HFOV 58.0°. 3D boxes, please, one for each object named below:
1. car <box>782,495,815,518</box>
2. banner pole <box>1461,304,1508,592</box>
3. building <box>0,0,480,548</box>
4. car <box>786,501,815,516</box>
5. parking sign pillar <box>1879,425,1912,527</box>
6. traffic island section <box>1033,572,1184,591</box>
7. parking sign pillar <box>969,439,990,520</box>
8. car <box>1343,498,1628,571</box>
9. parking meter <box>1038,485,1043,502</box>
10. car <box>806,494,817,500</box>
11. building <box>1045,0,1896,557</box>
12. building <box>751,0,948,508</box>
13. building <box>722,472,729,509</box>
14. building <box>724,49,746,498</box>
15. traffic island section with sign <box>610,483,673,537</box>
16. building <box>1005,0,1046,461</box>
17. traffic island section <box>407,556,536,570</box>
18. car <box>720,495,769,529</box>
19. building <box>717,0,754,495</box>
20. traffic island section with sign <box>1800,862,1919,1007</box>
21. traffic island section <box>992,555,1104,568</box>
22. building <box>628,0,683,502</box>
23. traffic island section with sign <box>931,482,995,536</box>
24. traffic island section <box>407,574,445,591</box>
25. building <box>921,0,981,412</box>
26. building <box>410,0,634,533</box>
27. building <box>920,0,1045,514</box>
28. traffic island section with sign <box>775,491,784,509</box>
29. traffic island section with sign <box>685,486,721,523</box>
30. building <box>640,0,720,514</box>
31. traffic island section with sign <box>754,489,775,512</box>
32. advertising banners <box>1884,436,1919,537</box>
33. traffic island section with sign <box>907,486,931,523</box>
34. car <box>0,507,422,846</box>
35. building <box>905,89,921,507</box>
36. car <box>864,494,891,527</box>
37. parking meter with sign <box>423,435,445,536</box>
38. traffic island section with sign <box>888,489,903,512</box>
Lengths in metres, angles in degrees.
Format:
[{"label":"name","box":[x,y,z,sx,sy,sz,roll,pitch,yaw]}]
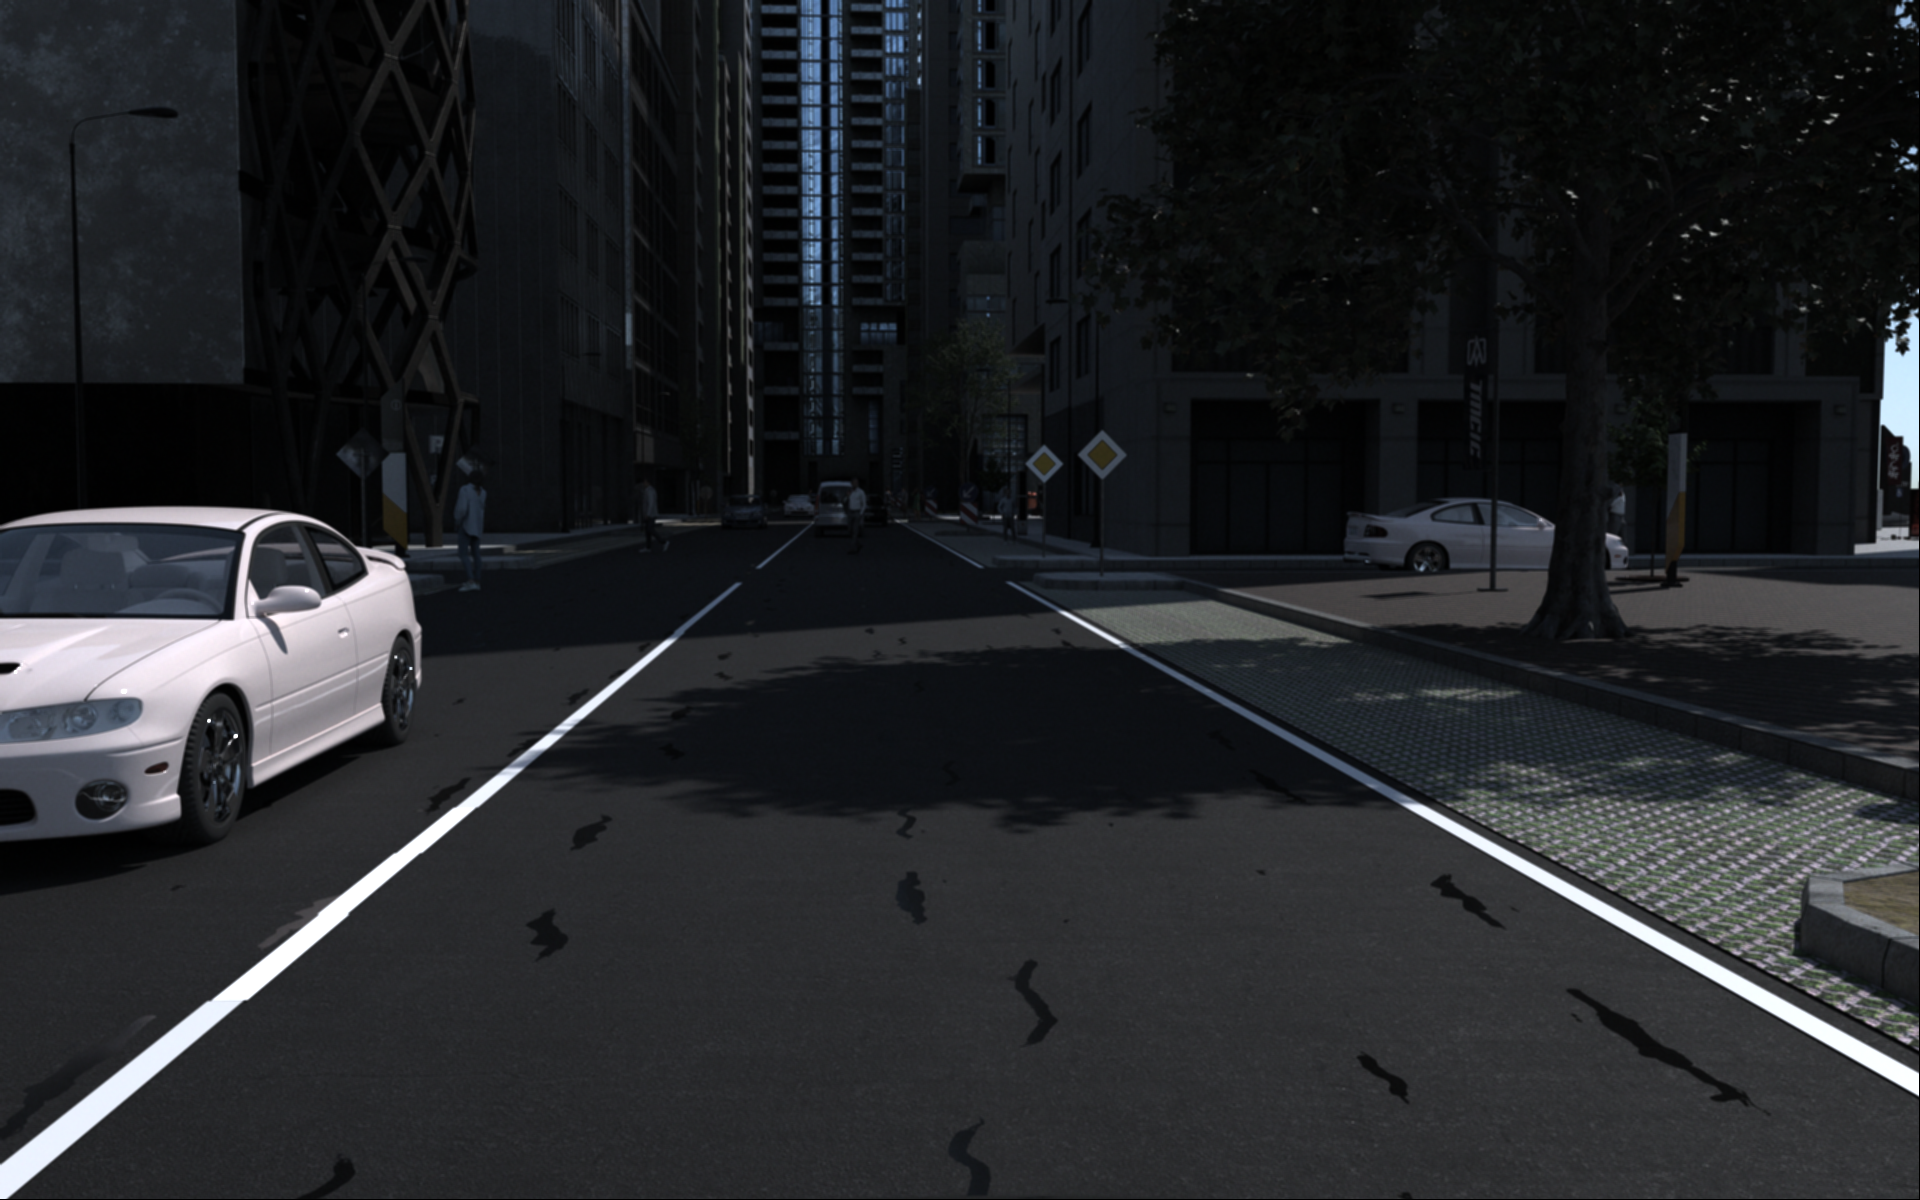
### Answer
[{"label":"car","box":[-9.931,-5.794,107.099,2.083,1.381,4.827,0,4,-5]},{"label":"banner pole","box":[6.975,-2.023,23.085,0.401,3.779,0.863,-2,4,-24]},{"label":"building","box":[-20.657,-10.655,41.659,16.820,18.784,16.811,0,4,-4]},{"label":"car","box":[-10.448,-6.193,113.841,1.945,1.354,3.894,0,4,-3]},{"label":"parking sign pillar","box":[36.609,-4.852,67.794,1.447,3.967,1.447,-2,4,-25]},{"label":"traffic island section","box":[2.225,-0.287,26.970,2.009,0.180,2.903,0,4,-4]},{"label":"parking sign pillar","box":[0.767,-5.902,84.975,1.447,3.967,1.447,-1,4,-13]},{"label":"car","box":[9.089,-1.078,29.981,4.827,1.381,2.083,0,4,-4]},{"label":"parking meter","box":[5.068,-6.227,107.524,0.399,1.863,0.255,1,4,16]},{"label":"car","box":[-13.478,-8.961,158.308,2.131,1.459,4.920,0,4,-3]},{"label":"building","box":[13.507,-37.042,43.882,20.611,71.187,20.563,0,4,-4]},{"label":"building","box":[-17.770,-54.430,202.601,31.000,86.520,22.319,0,4,-4]},{"label":"building","box":[-34.549,-27.032,133.857,32.217,40.220,23.993,0,4,-4]},{"label":"building","box":[-26.728,-28.793,154.356,14.154,41.232,14.086,0,4,-4]},{"label":"traffic island section with sign","box":[-10.823,-3.083,59.030,1.989,1.847,2.006,0,4,-4]},{"label":"building","box":[16.625,-30.000,79.733,28.713,52.752,27.495,0,4,-4]},{"label":"traffic island section","box":[-9.556,-0.730,34.221,2.009,0.180,2.903,0,4,-4]},{"label":"car","box":[-8.974,-3.687,72.282,2.014,1.417,4.499,0,4,-4]},{"label":"building","box":[-35.031,-38.562,172.495,28.212,58.520,21.231,0,4,-4]},{"label":"traffic island section with sign","box":[3.643,0.222,4.998,1.989,1.847,2.006,0,4,-4]},{"label":"traffic island section","box":[1.712,-0.774,34.938,2.009,0.180,2.903,0,4,-4]},{"label":"building","box":[-22.431,-18.014,88.044,14.314,27.812,24.014,0,4,-4]},{"label":"traffic island section with sign","box":[0.134,-3.111,59.487,1.989,1.847,2.006,0,4,-4]},{"label":"traffic island section","box":[-9.044,-0.243,26.252,2.009,0.180,2.903,0,4,-4]},{"label":"building","box":[6.931,-37.648,157.545,21.231,58.520,28.212,0,4,-4]},{"label":"building","box":[-19.751,-15.136,65.504,12.078,24.808,19.932,0,4,-4]},{"label":"building","box":[8.602,-49.783,126.625,22.319,86.520,31.000,0,4,-4]},{"label":"traffic island section with sign","box":[-17.571,-9.496,163.884,1.989,1.847,2.006,0,4,-4]},{"label":"traffic island section with sign","box":[-12.551,-4.728,85.930,1.989,1.847,2.006,0,4,-4]},{"label":"building","box":[-23.500,-26.393,115.121,14.154,41.232,14.086,0,4,-4]},{"label":"traffic island section with sign","box":[-15.807,-7.824,136.544,1.989,1.847,2.006,0,4,-4]},{"label":"advertising banners","box":[28.789,-3.409,51.918,0.090,3.025,2.074,-3,5,-45]},{"label":"traffic island section with sign","box":[-1.595,-4.756,86.386,1.989,1.847,2.006,0,4,-4]},{"label":"car","box":[-4.033,0.234,8.530,2.083,1.381,4.827,0,4,-3]},{"label":"building","box":[1.344,-30.296,178.940,14.154,41.232,14.086,0,4,-4]},{"label":"car","box":[-4.090,-4.128,77.279,2.009,1.686,4.222,0,4,-2]},{"label":"parking meter with sign","box":[-15.833,-3.412,52.049,0.543,3.016,1.738,-2,4,-27]},{"label":"traffic island section with sign","box":[-4.848,-7.848,136.946,1.989,1.847,2.006,0,4,-4]}]
